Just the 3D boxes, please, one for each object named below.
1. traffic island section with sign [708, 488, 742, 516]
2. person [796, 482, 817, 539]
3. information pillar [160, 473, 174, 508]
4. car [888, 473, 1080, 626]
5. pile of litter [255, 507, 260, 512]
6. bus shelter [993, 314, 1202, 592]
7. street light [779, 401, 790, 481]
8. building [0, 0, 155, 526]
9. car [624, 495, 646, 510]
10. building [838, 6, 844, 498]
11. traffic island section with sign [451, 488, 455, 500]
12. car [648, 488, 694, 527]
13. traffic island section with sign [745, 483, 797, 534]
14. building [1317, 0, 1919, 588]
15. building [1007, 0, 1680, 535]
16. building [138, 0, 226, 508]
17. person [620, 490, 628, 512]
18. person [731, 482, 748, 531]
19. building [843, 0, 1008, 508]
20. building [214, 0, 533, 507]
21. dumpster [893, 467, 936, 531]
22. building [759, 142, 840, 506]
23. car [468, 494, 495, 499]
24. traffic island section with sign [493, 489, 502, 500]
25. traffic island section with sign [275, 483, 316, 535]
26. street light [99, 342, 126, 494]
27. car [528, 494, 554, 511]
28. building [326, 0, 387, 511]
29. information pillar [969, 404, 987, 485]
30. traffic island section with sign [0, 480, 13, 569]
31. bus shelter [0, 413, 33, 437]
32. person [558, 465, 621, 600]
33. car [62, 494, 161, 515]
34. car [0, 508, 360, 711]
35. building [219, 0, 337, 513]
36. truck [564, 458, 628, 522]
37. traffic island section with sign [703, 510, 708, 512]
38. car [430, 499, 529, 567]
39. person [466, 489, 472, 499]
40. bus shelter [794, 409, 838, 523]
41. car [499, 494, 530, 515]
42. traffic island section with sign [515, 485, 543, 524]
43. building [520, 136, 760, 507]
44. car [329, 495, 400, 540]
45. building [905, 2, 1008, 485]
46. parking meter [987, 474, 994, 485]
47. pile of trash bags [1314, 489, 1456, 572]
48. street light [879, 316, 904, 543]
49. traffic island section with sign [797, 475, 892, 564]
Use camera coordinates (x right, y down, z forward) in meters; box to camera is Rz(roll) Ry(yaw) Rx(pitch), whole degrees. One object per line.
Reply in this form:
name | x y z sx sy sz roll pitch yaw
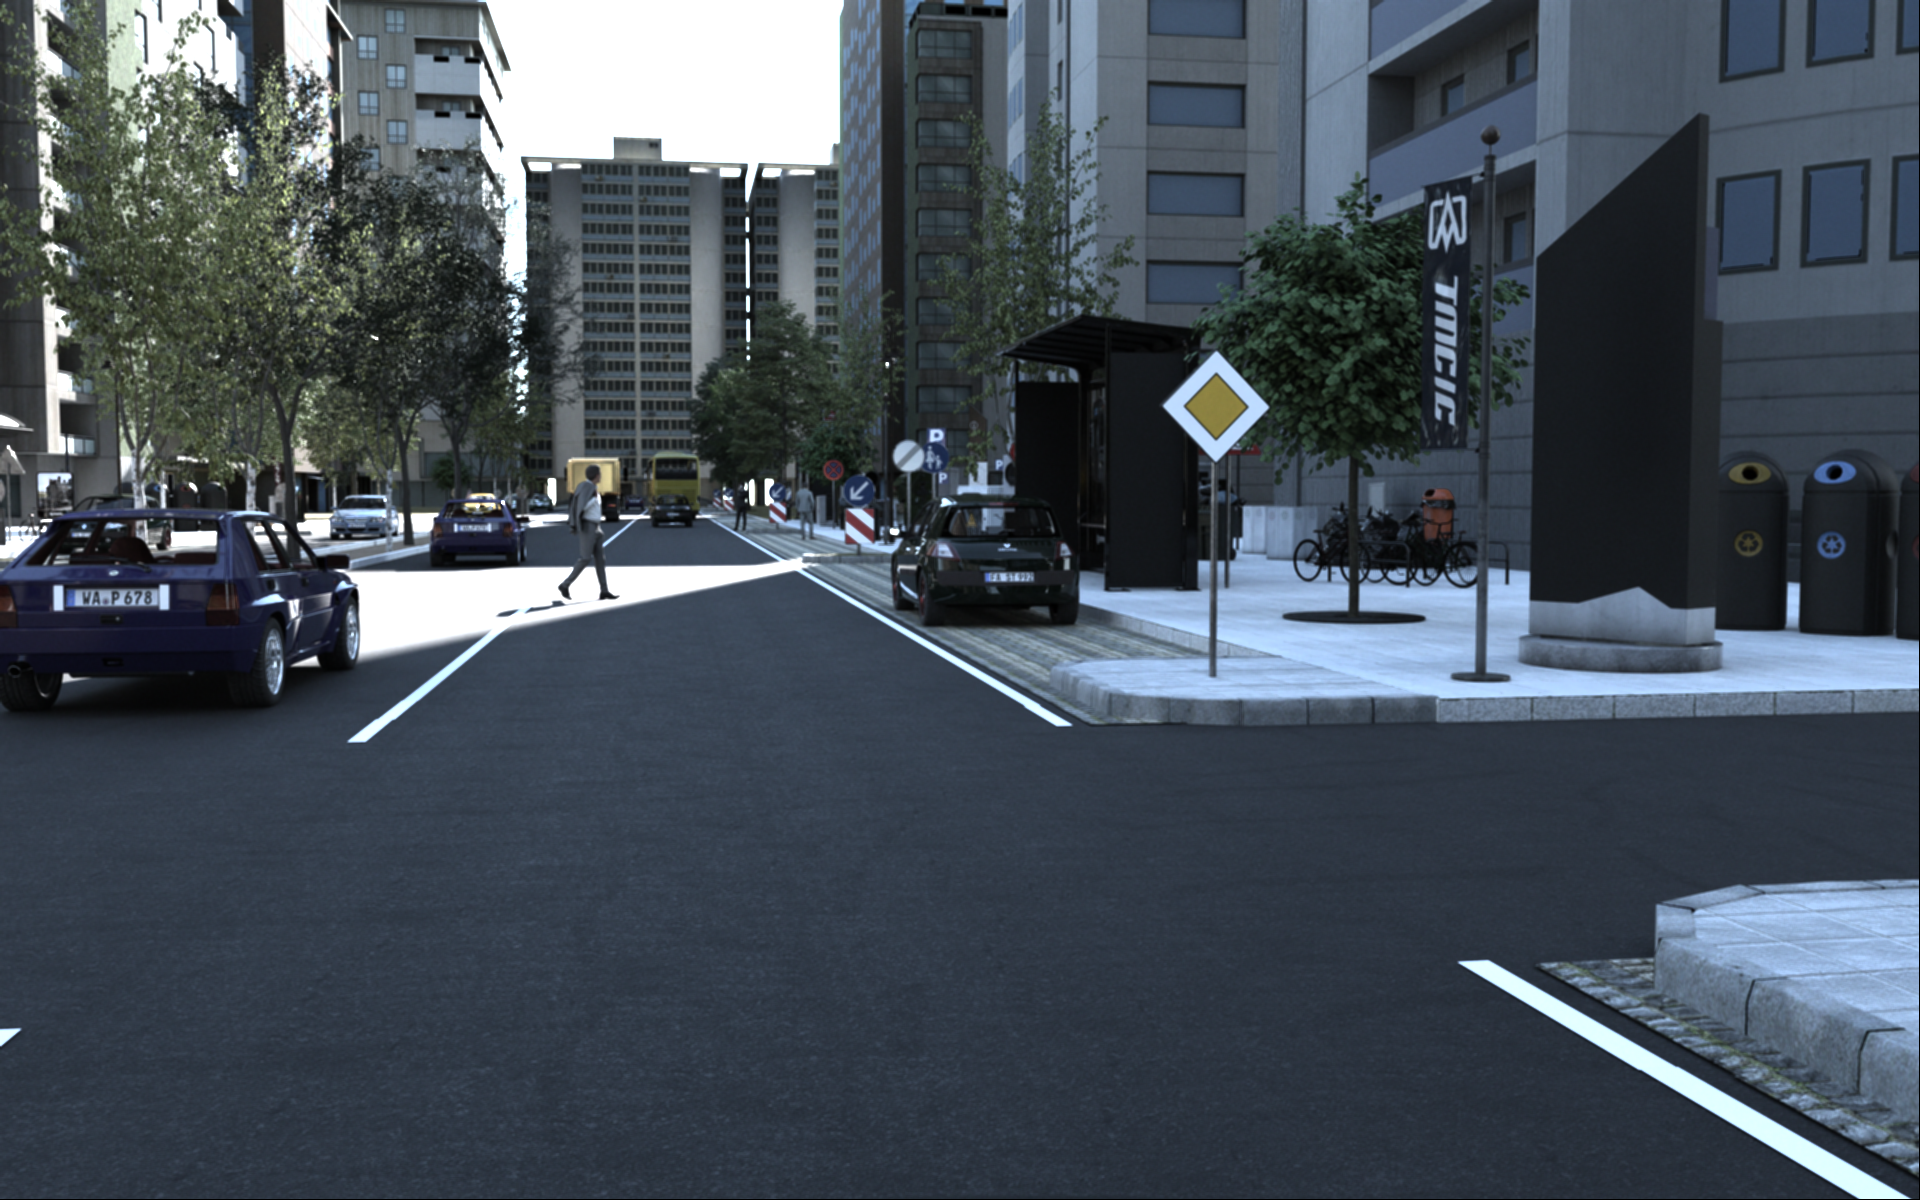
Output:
traffic island section with sign | -15.148 -6.354 112.511 1.989 1.847 2.006 -1 4 -10
person | -4.836 -2.798 54.346 0.635 1.810 0.391 0 4 6
information pillar | -27.804 -3.442 60.768 0.304 2.012 0.304 1 4 20
car | 0.214 -0.635 20.174 2.009 1.686 4.222 -1 4 -8
pile of litter | -27.415 -3.301 67.940 1.176 0.858 1.719 1 4 10
bus shelter | 1.906 -2.114 25.849 1.731 3.624 6.357 -1 4 -10
street light | -8.705 -6.933 86.135 0.468 5.910 1.993 -1 4 -10
building | -42.318 -23.608 69.583 14.154 41.232 14.086 -1 4 -10
car | -29.805 -8.941 158.766 1.945 1.354 3.894 -1 4 -9
building | -3.521 -28.450 148.758 14.154 41.232 14.086 -1 4 -10
traffic island section with sign | -31.897 -6.186 109.774 1.989 1.847 2.006 -1 4 -10
car | -12.741 -4.082 76.532 2.009 1.686 4.222 -1 4 -11
traffic island section with sign | -6.791 -3.326 63.008 1.989 1.847 2.006 -1 4 -10
building | 22.649 -30.014 32.723 28.212 58.520 21.231 -1 4 -10
building | 12.629 -32.472 72.911 21.231 58.520 28.212 -1 4 -10
building | -54.718 -30.755 92.076 28.713 52.752 27.495 -1 4 -10
person | -26.887 -7.842 137.233 1.217 1.766 0.721 -3 4 -36
person | -8.547 -3.643 67.423 0.648 1.900 0.474 3 5 40
building | -1.452 -29.626 134.491 14.600 45.320 14.200 -1 4 -10
building | -60.450 -36.409 184.525 27.495 52.752 28.713 -1 4 -10
dumpster | -1.303 -3.127 53.627 1.502 2.255 1.985 -1 4 -9
building | -11.596 -30.728 194.291 23.993 40.220 32.217 -1 4 -10
car | -25.372 -4.991 91.822 2.015 1.641 3.980 -1 4 -10
traffic island section with sign | -36.379 -7.812 136.355 1.989 1.847 2.006 -1 4 -10
traffic island section with sign | -23.539 -3.157 60.250 1.989 1.847 2.006 -1 4 -10
street light | -24.095 -4.696 49.571 0.468 5.910 1.993 -1 4 -10
car | -35.117 -8.156 145.155 2.131 1.459 4.920 -1 4 -10
building | -61.677 -29.383 135.030 28.867 44.769 22.147 -1 4 -10
information pillar | 0.454 -3.274 44.886 0.504 3.616 0.183 1 4 18
traffic island section with sign | -19.043 -1.529 33.621 1.989 1.847 2.006 -1 4 -10
bus shelter | -23.449 -2.820 40.024 2.014 3.302 5.546 -1 4 -10
person | -5.040 -0.910 23.484 0.850 1.850 0.679 0 4 0
car | -20.747 -1.999 42.464 2.009 1.686 4.222 0 4 -8
car | -5.653 -0.019 12.883 1.945 1.354 3.894 0 4 -8
building | -50.188 -28.401 114.468 14.600 45.320 14.200 -1 4 -10
truck | -19.478 -5.905 92.469 3.469 3.379 9.791 -1 4 -11
traffic island section with sign | -19.650 -7.979 139.089 1.989 1.847 2.006 -1 4 -10
car | -9.903 -1.416 35.725 1.945 1.354 3.894 -1 4 -11
person | -31.683 -6.282 111.877 0.621 1.740 0.551 -1 4 -15
bus shelter | -6.422 -6.236 79.584 2.179 5.291 8.768 -1 4 -10
car | -31.357 -6.741 122.010 2.131 1.459 4.920 -1 4 -11
traffic island section with sign | -21.311 -4.648 84.139 2.006 1.907 1.989 -1 4 -10
building | -35.345 -30.517 190.840 23.993 40.220 32.217 -1 4 -10
car | -19.225 -2.693 56.040 2.014 1.417 4.499 -1 4 -11
building | 3.411 -20.509 107.027 14.160 30.474 14.107 -1 4 -10
parking meter | 0.762 -2.701 49.876 0.399 1.863 0.255 2 4 34
pile of trash bags | 7.569 -1.233 29.909 1.912 1.369 3.447 -1 4 -13
street light | -1.791 -4.428 45.180 0.468 5.910 1.993 -1 4 -10
traffic island section with sign | -2.306 -1.700 36.427 1.989 1.847 2.006 -1 4 -10
